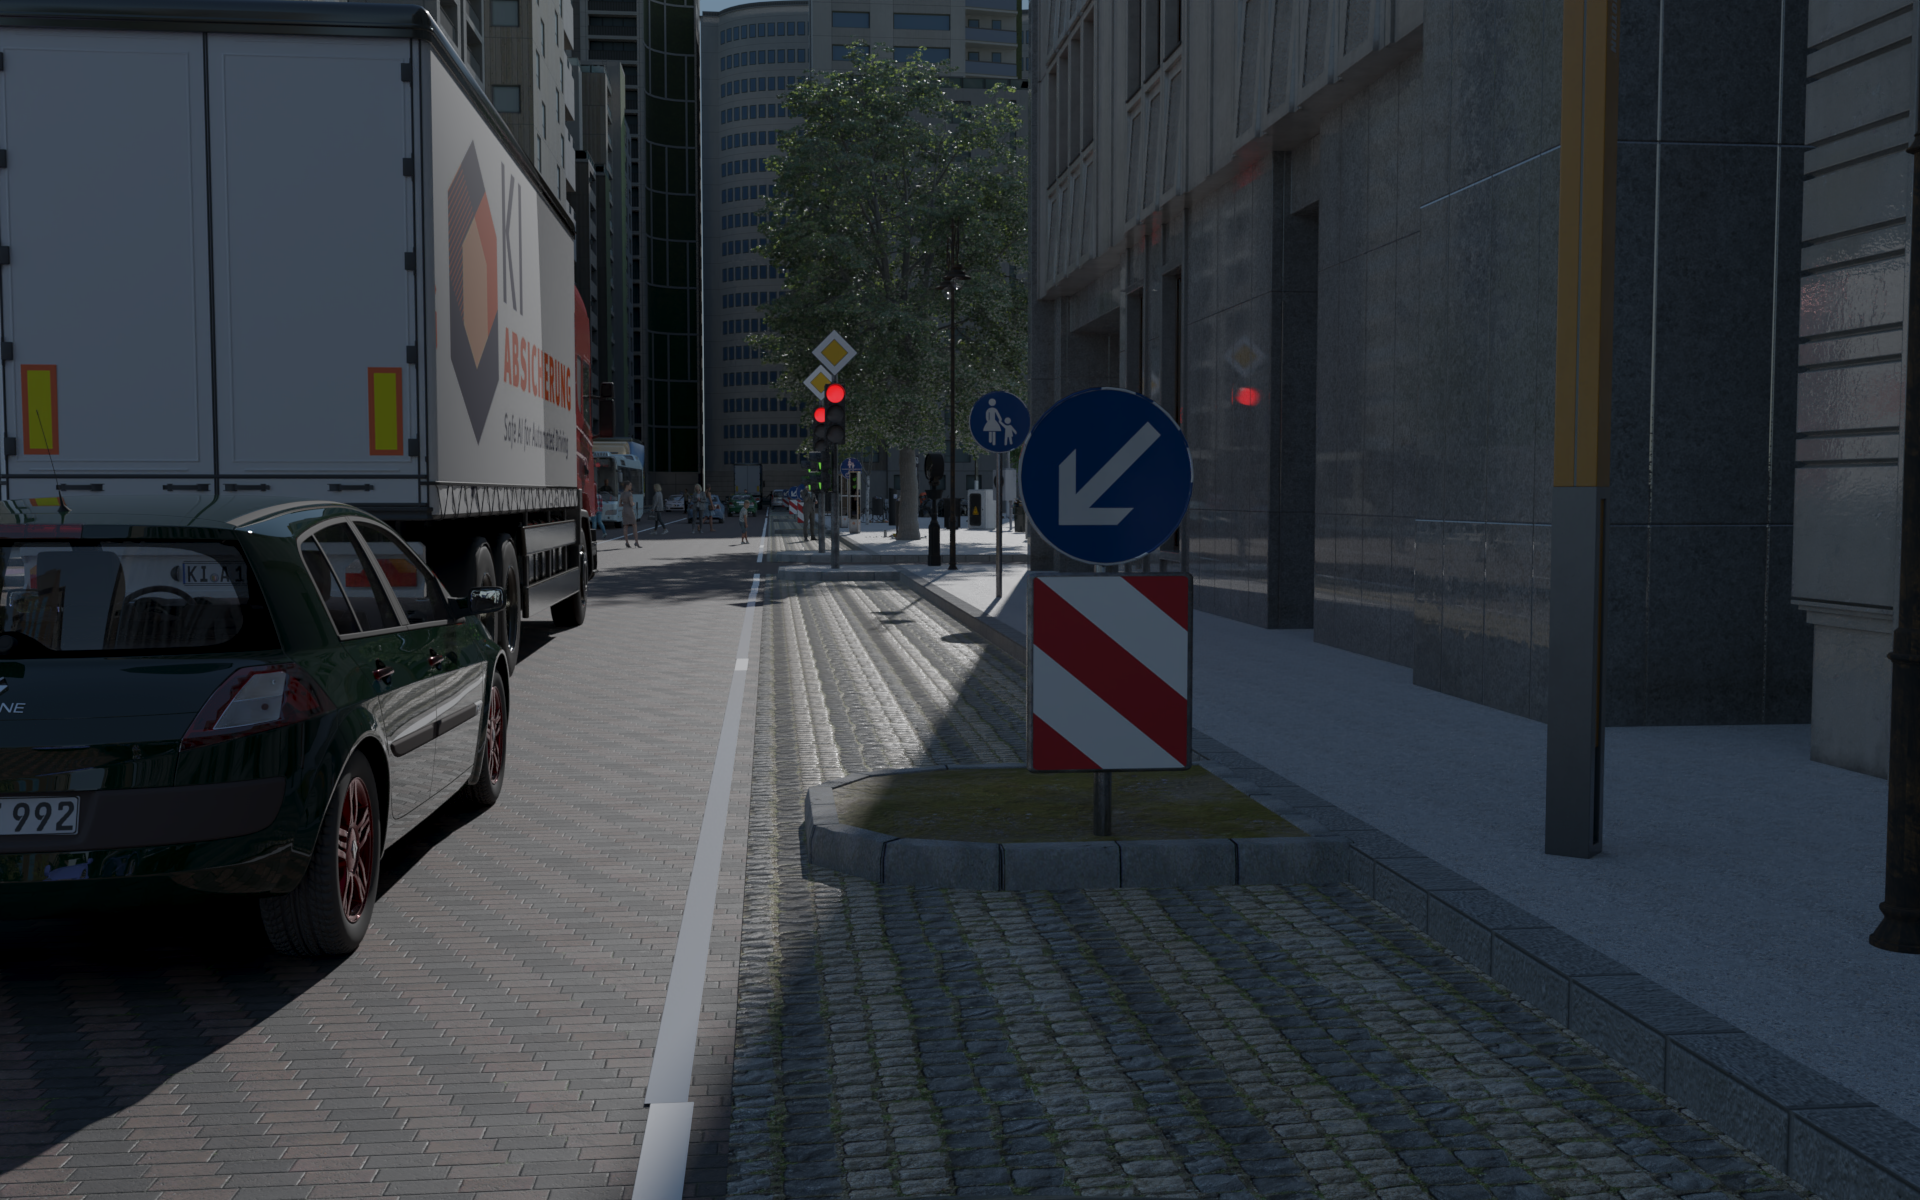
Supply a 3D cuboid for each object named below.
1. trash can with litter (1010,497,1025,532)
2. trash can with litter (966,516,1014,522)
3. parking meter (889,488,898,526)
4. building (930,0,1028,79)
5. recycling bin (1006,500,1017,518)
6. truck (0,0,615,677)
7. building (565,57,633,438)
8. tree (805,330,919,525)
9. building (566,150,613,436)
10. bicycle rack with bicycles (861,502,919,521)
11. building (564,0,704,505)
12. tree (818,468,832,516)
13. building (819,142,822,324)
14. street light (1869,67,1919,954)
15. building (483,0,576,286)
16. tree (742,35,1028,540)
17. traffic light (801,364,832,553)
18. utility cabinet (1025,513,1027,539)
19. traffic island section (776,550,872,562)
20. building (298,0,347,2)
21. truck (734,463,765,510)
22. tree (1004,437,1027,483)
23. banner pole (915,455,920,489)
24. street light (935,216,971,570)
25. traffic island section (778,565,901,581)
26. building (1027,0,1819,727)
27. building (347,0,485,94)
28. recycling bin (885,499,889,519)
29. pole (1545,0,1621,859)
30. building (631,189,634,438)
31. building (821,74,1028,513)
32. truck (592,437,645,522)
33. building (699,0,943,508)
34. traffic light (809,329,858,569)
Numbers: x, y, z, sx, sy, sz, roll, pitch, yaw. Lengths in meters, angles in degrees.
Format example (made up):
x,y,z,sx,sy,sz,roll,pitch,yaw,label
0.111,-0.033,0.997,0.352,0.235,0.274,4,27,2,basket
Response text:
x,y,z,sx,sy,sz,roll,pitch,yaw,label
2.248,-2.834,57.730,1.055,1.170,0.624,-1,4,-18,trash can with litter
1.087,-4.218,80.017,1.678,1.210,2.233,3,5,41,trash can with litter
-2.721,-3.797,70.487,0.372,1.533,0.369,0,3,0,parking meter
11.731,-40.854,209.956,28.212,58.520,21.231,0,4,-6,building
2.868,-5.017,94.580,0.722,1.027,0.722,0,4,-2,recycling bin
-4.885,-1.619,15.390,2.839,4.237,11.283,0,4,-7,truck
-38.087,-29.033,158.287,14.154,41.232,14.086,0,4,-6,building
-3.777,-7.429,71.829,4.737,8.622,4.395,0,3,0,tree
-36.777,-22.808,144.604,14.160,30.474,14.107,0,4,-6,building
-3.451,-4.265,83.108,2.852,0.926,2.925,-2,4,-35,bicycle rack with bicycles
-41.018,-46.776,203.036,20.611,71.187,20.563,0,4,-6,building
-7.837,-6.510,101.036,1.663,3.219,1.824,0,3,0,tree
-4.119,-22.376,137.541,14.160,30.474,14.107,0,4,-6,building
2.680,-1.954,4.734,0.468,5.910,1.993,0,4,-6,street light
-41.952,-32.585,121.998,28.713,52.752,27.495,0,4,-6,building
-1.490,-8.646,48.020,9.857,13.997,8.962,0,3,0,tree
-3.031,-2.979,37.625,0.839,4.253,0.868,0,4,-6,traffic light
2.368,-2.444,48.638,1.173,1.500,0.318,-3,4,-38,utility cabinet
-2.990,-0.946,37.743,2.009,0.180,2.903,0,4,-6,traffic island section
-37.951,-22.981,67.628,32.217,40.220,23.993,0,4,-6,building
-19.707,-10.571,161.757,2.839,4.237,11.283,0,4,-5,truck
3.530,-5.366,71.443,4.285,4.588,4.351,0,3,0,tree
-2.679,-6.563,97.328,0.863,3.779,0.401,-1,4,-12,banner pole
-0.123,-3.448,29.166,0.468,5.910,1.993,0,4,-6,street light
-2.122,-0.460,29.805,2.009,0.180,2.903,0,4,-6,traffic island section
8.180,-12.308,19.251,12.078,24.808,19.932,0,4,-6,building
-35.810,-40.311,97.341,20.563,71.187,20.611,0,4,-6,building
-3.416,-4.751,90.232,0.722,1.027,0.722,3,5,43,recycling bin
2.193,-0.749,6.089,0.158,3.312,0.155,0,3,0,pole
-40.783,-30.193,177.243,14.086,41.232,14.154,0,4,-6,building
-2.322,-21.521,123.572,14.160,30.474,14.107,0,4,-6,building
-17.593,-6.028,87.477,2.839,4.237,11.283,0,4,-6,truck
-16.380,-40.642,206.495,28.212,58.520,21.231,0,4,-6,building
-2.163,-2.493,29.687,0.839,4.253,0.868,0,4,-6,traffic light
